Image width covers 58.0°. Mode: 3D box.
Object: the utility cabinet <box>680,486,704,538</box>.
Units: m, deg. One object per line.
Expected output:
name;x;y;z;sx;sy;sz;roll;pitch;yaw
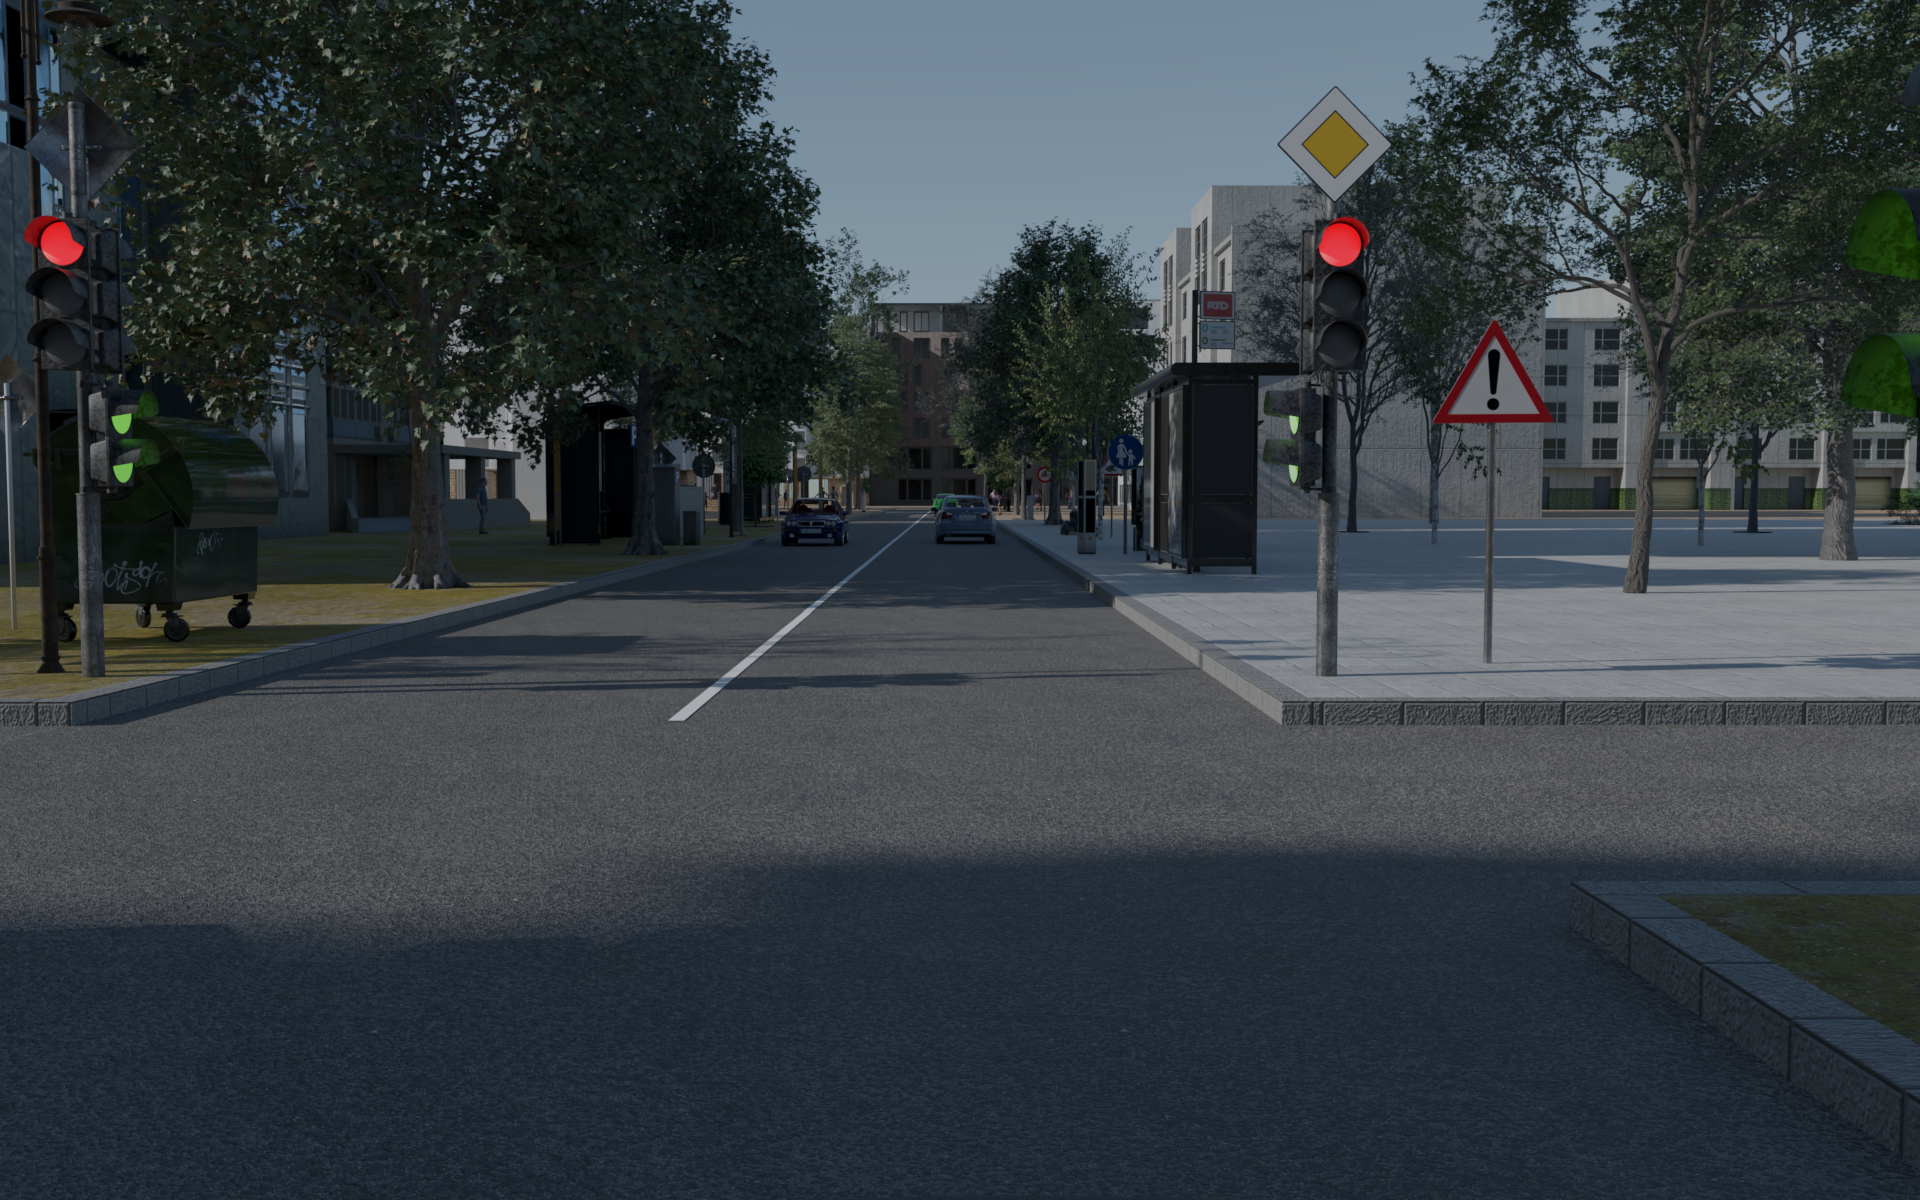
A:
utility cabinet;-8.034;-2.547;50.326;1.173;1.500;0.318;-3;5;-41

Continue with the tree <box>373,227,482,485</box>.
tree;-14.189;-5.858;46.146;4.360;8.622;3.978;0;3;0

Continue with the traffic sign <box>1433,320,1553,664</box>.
traffic sign;3.998;-0.798;13.052;0.884;2.594;0.081;0;4;4

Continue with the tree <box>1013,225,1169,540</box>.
tree;3.883;-5.981;48.156;4.737;8.622;4.395;0;3;0

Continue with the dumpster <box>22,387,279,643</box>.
dumpster;-7.290;-0.808;15.701;1.502;2.255;1.985;0;4;0

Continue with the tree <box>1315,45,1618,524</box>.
tree;20.784;-13.300;73.342;12.611;20.169;13.585;0;3;0

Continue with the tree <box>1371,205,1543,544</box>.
tree;12.192;-5.716;43.823;4.360;8.622;3.978;0;3;0

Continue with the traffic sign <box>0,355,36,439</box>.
traffic sign;-9.003;-1.021;16.421;0.795;2.593;0.064;0;4;7

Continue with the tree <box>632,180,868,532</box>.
tree;-7.800;-8.636;59.322;7.486;12.596;7.792;0;3;0

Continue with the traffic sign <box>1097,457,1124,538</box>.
traffic sign;4.471;-3.119;51.004;0.884;2.594;0.081;0;4;2

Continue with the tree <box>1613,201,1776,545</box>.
tree;18.386;-5.656;42.832;4.737;8.622;4.395;0;3;0

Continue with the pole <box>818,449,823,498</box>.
pole;-6.281;-5.152;78.079;0.158;3.312;0.155;0;3;0

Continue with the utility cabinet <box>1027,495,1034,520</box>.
utility cabinet;3.472;-4.547;85.505;0.306;1.237;1.020;0;3;0

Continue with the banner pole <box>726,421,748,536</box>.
banner pole;-6.845;-3.841;52.816;0.401;3.779;0.863;3;4;36

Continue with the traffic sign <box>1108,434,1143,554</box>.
traffic sign;3.523;-2.248;36.856;0.768;2.556;0.104;1;4;8

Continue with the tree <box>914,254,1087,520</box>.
tree;3.247;-10.812;87.145;12.009;13.543;11.850;0;3;0

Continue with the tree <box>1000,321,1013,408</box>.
tree;3.712;-6.641;58.943;4.737;8.622;4.395;0;3;0

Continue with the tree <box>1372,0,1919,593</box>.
tree;8.898;-5.347;21.830;8.767;10.594;7.601;-2;4;-28

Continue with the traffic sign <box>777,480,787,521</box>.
traffic sign;-8.666;-5.029;82.227;0.884;2.594;0.081;0;4;6

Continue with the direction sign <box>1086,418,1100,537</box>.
direction sign;3.998;-3.674;52.059;0.379;3.537;0.876;2;4;29

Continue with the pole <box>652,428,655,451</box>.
pole;-8.914;-3.439;50.071;0.158;3.312;0.155;0;3;0

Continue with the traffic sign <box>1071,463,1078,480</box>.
traffic sign;4.444;-3.921;64.221;0.768;2.556;0.104;1;4;9

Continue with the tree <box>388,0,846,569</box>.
tree;-6.611;-7.311;36.545;9.611;12.733;9.660;0;3;0

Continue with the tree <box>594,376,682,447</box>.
tree;-14.092;-7.588;74.421;4.360;8.622;3.978;0;3;0

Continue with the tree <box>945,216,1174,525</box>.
tree;3.974;-9.451;71.536;9.611;12.733;9.660;0;3;0

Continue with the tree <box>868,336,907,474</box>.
tree;-6.810;-11.724;109.812;7.486;12.596;7.792;0;3;0

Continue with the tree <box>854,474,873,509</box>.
tree;-8.194;-9.524;150.319;1.663;3.219;1.824;0;3;0

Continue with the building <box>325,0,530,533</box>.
building;-34.113;-22.791;64.509;32.217;40.220;23.993;0;4;0

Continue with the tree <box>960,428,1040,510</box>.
tree;3.775;-12.591;140.271;8.767;10.594;7.601;2;4;24

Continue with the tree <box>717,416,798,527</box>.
tree;-7.900;-5.119;67.404;4.285;4.588;4.351;0;3;0

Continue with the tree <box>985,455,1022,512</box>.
tree;3.371;-8.827;128.041;4.285;4.588;4.351;0;3;0

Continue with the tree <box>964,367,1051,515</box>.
tree;3.846;-11.458;105.461;7.486;12.596;7.792;0;3;0

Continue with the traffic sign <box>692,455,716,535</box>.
traffic sign;-8.098;-3.339;54.703;0.768;2.556;0.104;1;4;9

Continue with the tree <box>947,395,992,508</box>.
tree;2.514;-14.442;161.881;9.928;11.665;9.643;0;3;0

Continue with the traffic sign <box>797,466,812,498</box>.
traffic sign;-7.063;-4.768;78.056;0.768;2.556;0.104;1;4;9

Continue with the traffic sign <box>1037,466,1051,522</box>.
traffic sign;3.905;-4.866;79.665;0.768;2.556;0.104;0;4;5

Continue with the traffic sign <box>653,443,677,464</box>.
traffic sign;-7.708;-2.746;44.637;0.795;2.593;0.064;0;4;4

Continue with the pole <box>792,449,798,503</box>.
pole;-6.978;-4.856;73.237;0.158;3.312;0.155;0;3;0

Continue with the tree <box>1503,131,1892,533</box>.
tree;26.318;-8.961;56.889;12.009;13.543;11.850;0;3;0

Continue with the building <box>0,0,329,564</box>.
building;-28.685;-44.221;35.679;22.319;86.520;31.000;0;4;0

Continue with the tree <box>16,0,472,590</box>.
tree;-7.393;-6.510;23.440;9.611;12.733;9.660;0;3;0

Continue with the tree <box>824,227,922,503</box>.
tree;-8.978;-16.507;125.783;12.611;20.169;13.585;0;3;0

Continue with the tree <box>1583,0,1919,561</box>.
tree;16.936;-7.740;33.198;9.857;13.997;8.962;0;3;0

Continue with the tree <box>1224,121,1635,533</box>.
tree;13.178;-8.990;57.354;12.009;13.543;11.850;0;3;0

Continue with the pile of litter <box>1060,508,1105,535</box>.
pile of litter;3.847;-2.469;54.335;1.719;0.858;1.176;-2;4;-28

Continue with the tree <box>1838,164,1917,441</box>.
tree;26.527;-7.775;45.249;7.486;12.596;7.792;0;3;0

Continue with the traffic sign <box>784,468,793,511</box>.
traffic sign;-8.517;-5.234;85.685;0.768;2.556;0.104;0;4;7

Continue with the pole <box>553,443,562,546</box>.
pole;-9.982;-3.001;42.912;0.158;3.312;0.155;0;3;0
